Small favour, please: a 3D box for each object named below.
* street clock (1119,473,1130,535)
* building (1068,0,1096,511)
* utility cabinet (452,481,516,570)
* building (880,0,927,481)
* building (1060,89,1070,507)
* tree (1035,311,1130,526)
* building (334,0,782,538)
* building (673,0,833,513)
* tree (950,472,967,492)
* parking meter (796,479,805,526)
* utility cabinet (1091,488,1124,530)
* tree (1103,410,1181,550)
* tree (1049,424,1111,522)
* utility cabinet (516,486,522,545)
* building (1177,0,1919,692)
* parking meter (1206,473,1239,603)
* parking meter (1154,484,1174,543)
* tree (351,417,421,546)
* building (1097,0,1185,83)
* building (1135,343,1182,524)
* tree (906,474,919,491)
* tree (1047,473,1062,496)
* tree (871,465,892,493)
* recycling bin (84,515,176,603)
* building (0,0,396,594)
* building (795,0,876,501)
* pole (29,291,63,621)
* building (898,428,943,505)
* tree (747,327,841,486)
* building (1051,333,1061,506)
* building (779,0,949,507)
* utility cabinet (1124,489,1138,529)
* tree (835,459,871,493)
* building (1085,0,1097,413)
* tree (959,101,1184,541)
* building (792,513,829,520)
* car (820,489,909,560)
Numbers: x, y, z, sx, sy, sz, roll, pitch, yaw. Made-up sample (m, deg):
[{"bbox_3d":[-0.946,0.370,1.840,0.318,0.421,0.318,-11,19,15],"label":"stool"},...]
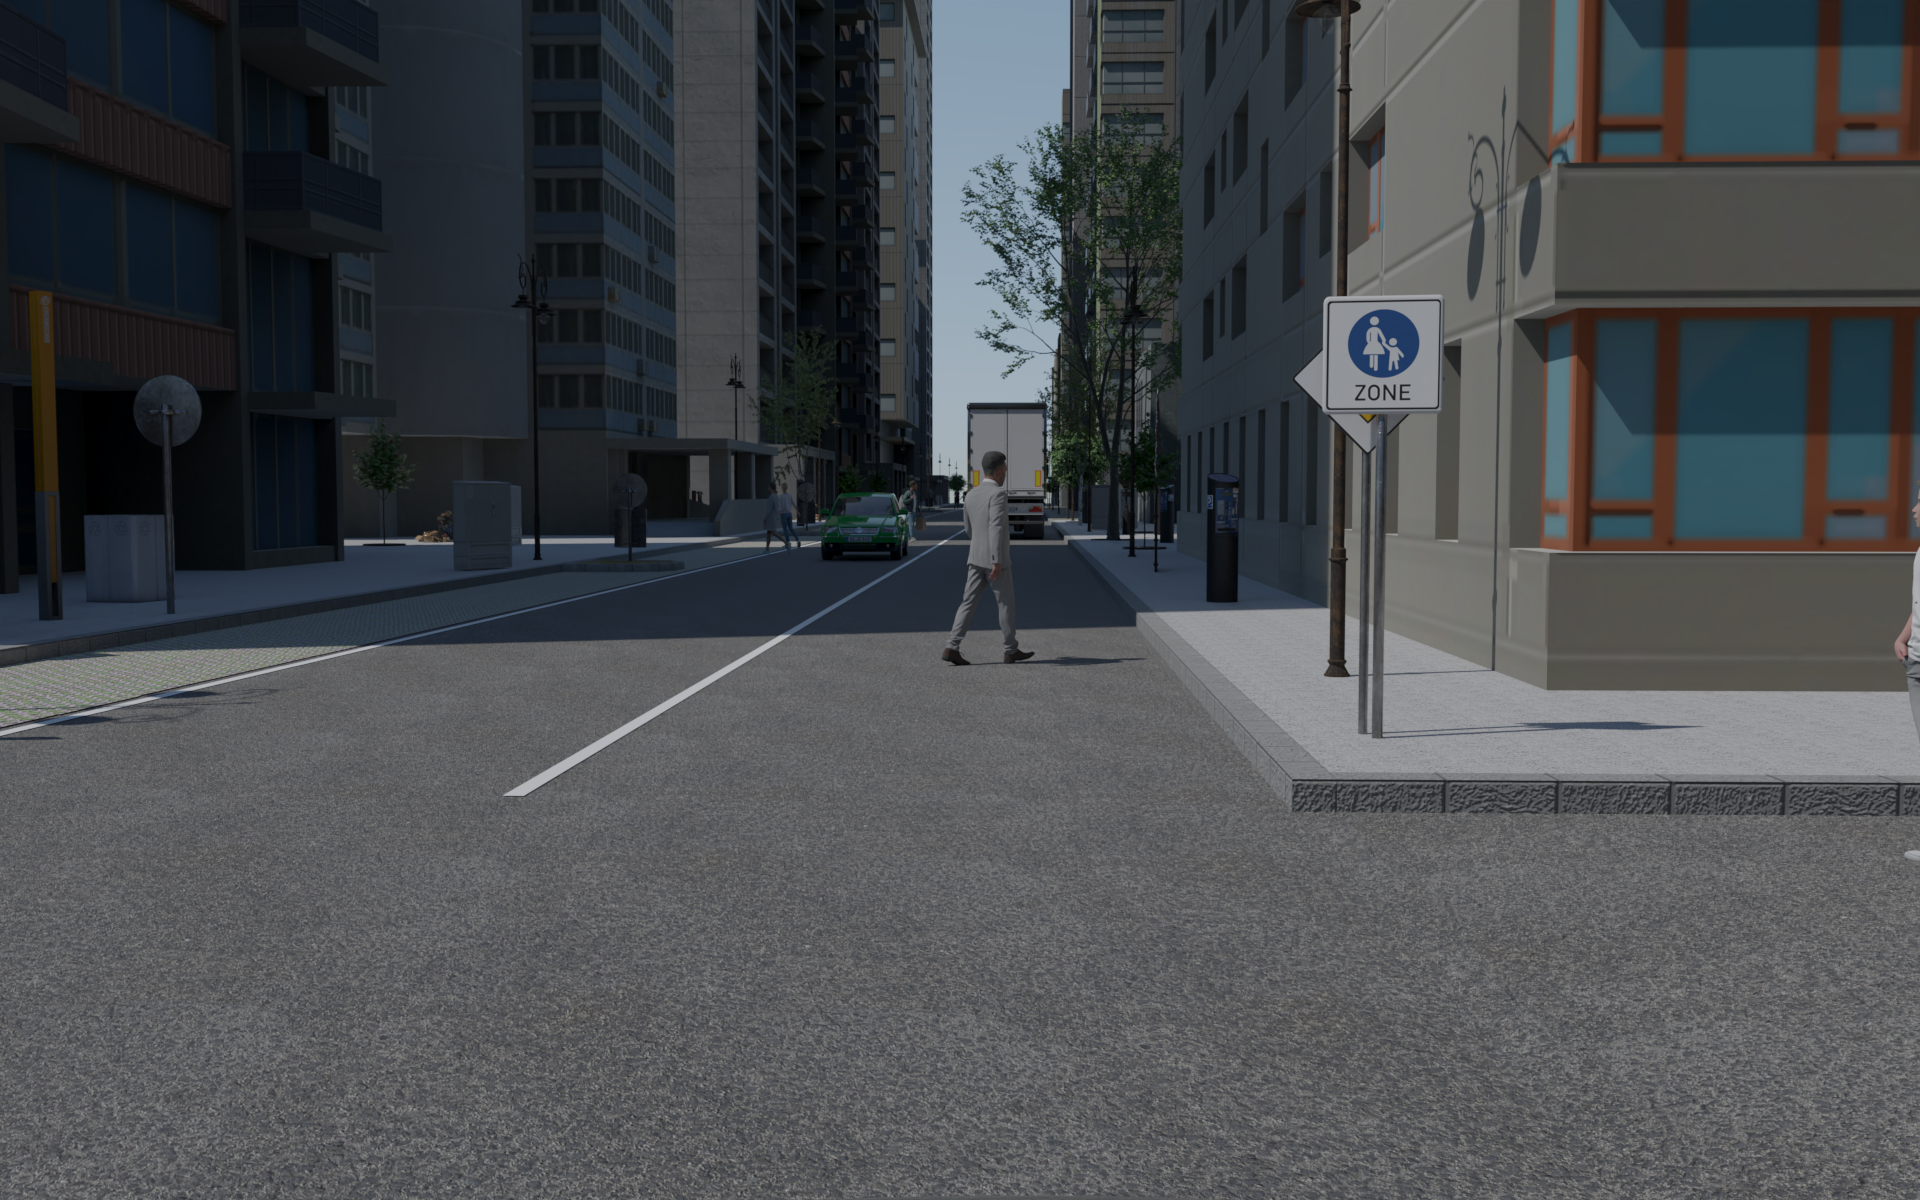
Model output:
[{"bbox_3d":[5.255,-3.068,54.730,0.471,2.002,0.358,3,4,36],"label":"street clock"},{"bbox_3d":[19.589,-36.801,143.699,21.231,58.520,28.212,0,4,2],"label":"building"},{"bbox_3d":[-8.080,-1.265,29.355,0.318,1.500,1.173,1,4,23],"label":"utility cabinet"},{"bbox_3d":[-18.426,-36.306,182.844,28.713,52.752,27.495,0,4,2],"label":"building"},{"bbox_3d":[17.354,-30.238,177.983,14.154,41.232,14.086,0,4,2],"label":"building"},{"bbox_3d":[4.909,-7.346,70.463,4.737,8.622,4.395,0,3,0],"label":"tree"},{"bbox_3d":[-23.062,-22.423,58.491,32.217,40.220,23.993,0,4,2],"label":"building"},{"bbox_3d":[-15.022,-43.158,143.892,20.563,71.187,20.611,0,4,2],"label":"building"},{"bbox_3d":[-0.436,-15.968,244.792,4.285,4.588,4.351,0,3,0],"label":"tree"},{"bbox_3d":[-6.357,-3.876,69.077,0.255,1.863,0.399,-1,4,-21],"label":"parking meter"},{"bbox_3d":[5.189,-3.226,61.417,0.318,1.500,1.173,-3,5,-41],"label":"utility cabinet"},{"bbox_3d":[4.421,-2.792,40.253,1.663,3.219,1.824,0,3,0],"label":"tree"},{"bbox_3d":[5.563,-5.861,79.536,4.285,4.588,4.351,0,3,0],"label":"tree"},{"bbox_3d":[-11.300,-2.087,42.802,0.318,1.500,1.173,1,4,21],"label":"utility cabinet"},{"bbox_3d":[18.787,-10.940,23.904,28.899,21.520,27.650,0,4,2],"label":"building"},{"bbox_3d":[3.120,-0.744,20.573,0.372,1.533,0.369,0,3,0],"label":"parking meter"},{"bbox_3d":[5.432,-2.264,45.431,0.372,1.533,0.369,0,3,0],"label":"parking meter"},{"bbox_3d":[-14.208,-2.963,43.039,1.663,3.219,1.824,0,3,0],"label":"tree"},{"bbox_3d":[14.258,-25.006,92.450,14.154,41.232,14.086,0,4,2],"label":"building"},{"bbox_3d":[19.130,-46.101,66.425,22.319,86.520,31.000,0,4,2],"label":"building"},{"bbox_3d":[-4.513,-10.164,160.781,1.663,3.219,1.824,0,3,0],"label":"tree"},{"bbox_3d":[8.293,-9.828,155.288,1.663,3.219,1.824,0,3,0],"label":"tree"},{"bbox_3d":[-5.234,-7.275,113.540,1.663,3.219,1.824,0,3,0],"label":"tree"},{"bbox_3d":[-9.951,-0.503,20.772,0.722,1.027,0.722,1,4,14],"label":"recycling bin"},{"bbox_3d":[-21.726,-22.586,23.912,22.147,44.769,28.867,0,4,2],"label":"building"},{"bbox_3d":[-17.558,-28.468,120.083,22.147,44.769,28.867,0,4,2],"label":"building"},{"bbox_3d":[-9.252,-1.449,17.529,0.158,3.312,0.155,0,3,0],"label":"pole"},{"bbox_3d":[-18.531,-31.643,209.238,32.217,40.220,23.993,0,4,2],"label":"building"},{"bbox_3d":[-7.000,-7.655,75.518,4.737,8.622,4.395,0,3,0],"label":"tree"},{"bbox_3d":[24.942,-21.696,199.768,27.650,21.520,28.899,0,4,2],"label":"building"},{"bbox_3d":[-11.872,-48.451,230.423,20.563,71.187,20.611,0,4,2],"label":"building"},{"bbox_3d":[5.936,-3.364,63.688,1.173,1.500,0.318,2,4,27],"label":"utility cabinet"},{"bbox_3d":[-6.127,-6.152,95.187,1.663,3.219,1.824,0,3,0],"label":"tree"},{"bbox_3d":[19.742,-30.280,114.683,23.786,49.044,30.456,0,4,2],"label":"building"},{"bbox_3d":[4.103,-7.445,47.478,9.928,11.665,9.643,0,3,0],"label":"tree"},{"bbox_3d":[-17.600,-40.121,94.223,20.563,71.187,20.611,0,4,2],"label":"building"},{"bbox_3d":[-2.115,-1.849,39.035,1.959,1.807,4.718,0,4,1],"label":"car"}]
